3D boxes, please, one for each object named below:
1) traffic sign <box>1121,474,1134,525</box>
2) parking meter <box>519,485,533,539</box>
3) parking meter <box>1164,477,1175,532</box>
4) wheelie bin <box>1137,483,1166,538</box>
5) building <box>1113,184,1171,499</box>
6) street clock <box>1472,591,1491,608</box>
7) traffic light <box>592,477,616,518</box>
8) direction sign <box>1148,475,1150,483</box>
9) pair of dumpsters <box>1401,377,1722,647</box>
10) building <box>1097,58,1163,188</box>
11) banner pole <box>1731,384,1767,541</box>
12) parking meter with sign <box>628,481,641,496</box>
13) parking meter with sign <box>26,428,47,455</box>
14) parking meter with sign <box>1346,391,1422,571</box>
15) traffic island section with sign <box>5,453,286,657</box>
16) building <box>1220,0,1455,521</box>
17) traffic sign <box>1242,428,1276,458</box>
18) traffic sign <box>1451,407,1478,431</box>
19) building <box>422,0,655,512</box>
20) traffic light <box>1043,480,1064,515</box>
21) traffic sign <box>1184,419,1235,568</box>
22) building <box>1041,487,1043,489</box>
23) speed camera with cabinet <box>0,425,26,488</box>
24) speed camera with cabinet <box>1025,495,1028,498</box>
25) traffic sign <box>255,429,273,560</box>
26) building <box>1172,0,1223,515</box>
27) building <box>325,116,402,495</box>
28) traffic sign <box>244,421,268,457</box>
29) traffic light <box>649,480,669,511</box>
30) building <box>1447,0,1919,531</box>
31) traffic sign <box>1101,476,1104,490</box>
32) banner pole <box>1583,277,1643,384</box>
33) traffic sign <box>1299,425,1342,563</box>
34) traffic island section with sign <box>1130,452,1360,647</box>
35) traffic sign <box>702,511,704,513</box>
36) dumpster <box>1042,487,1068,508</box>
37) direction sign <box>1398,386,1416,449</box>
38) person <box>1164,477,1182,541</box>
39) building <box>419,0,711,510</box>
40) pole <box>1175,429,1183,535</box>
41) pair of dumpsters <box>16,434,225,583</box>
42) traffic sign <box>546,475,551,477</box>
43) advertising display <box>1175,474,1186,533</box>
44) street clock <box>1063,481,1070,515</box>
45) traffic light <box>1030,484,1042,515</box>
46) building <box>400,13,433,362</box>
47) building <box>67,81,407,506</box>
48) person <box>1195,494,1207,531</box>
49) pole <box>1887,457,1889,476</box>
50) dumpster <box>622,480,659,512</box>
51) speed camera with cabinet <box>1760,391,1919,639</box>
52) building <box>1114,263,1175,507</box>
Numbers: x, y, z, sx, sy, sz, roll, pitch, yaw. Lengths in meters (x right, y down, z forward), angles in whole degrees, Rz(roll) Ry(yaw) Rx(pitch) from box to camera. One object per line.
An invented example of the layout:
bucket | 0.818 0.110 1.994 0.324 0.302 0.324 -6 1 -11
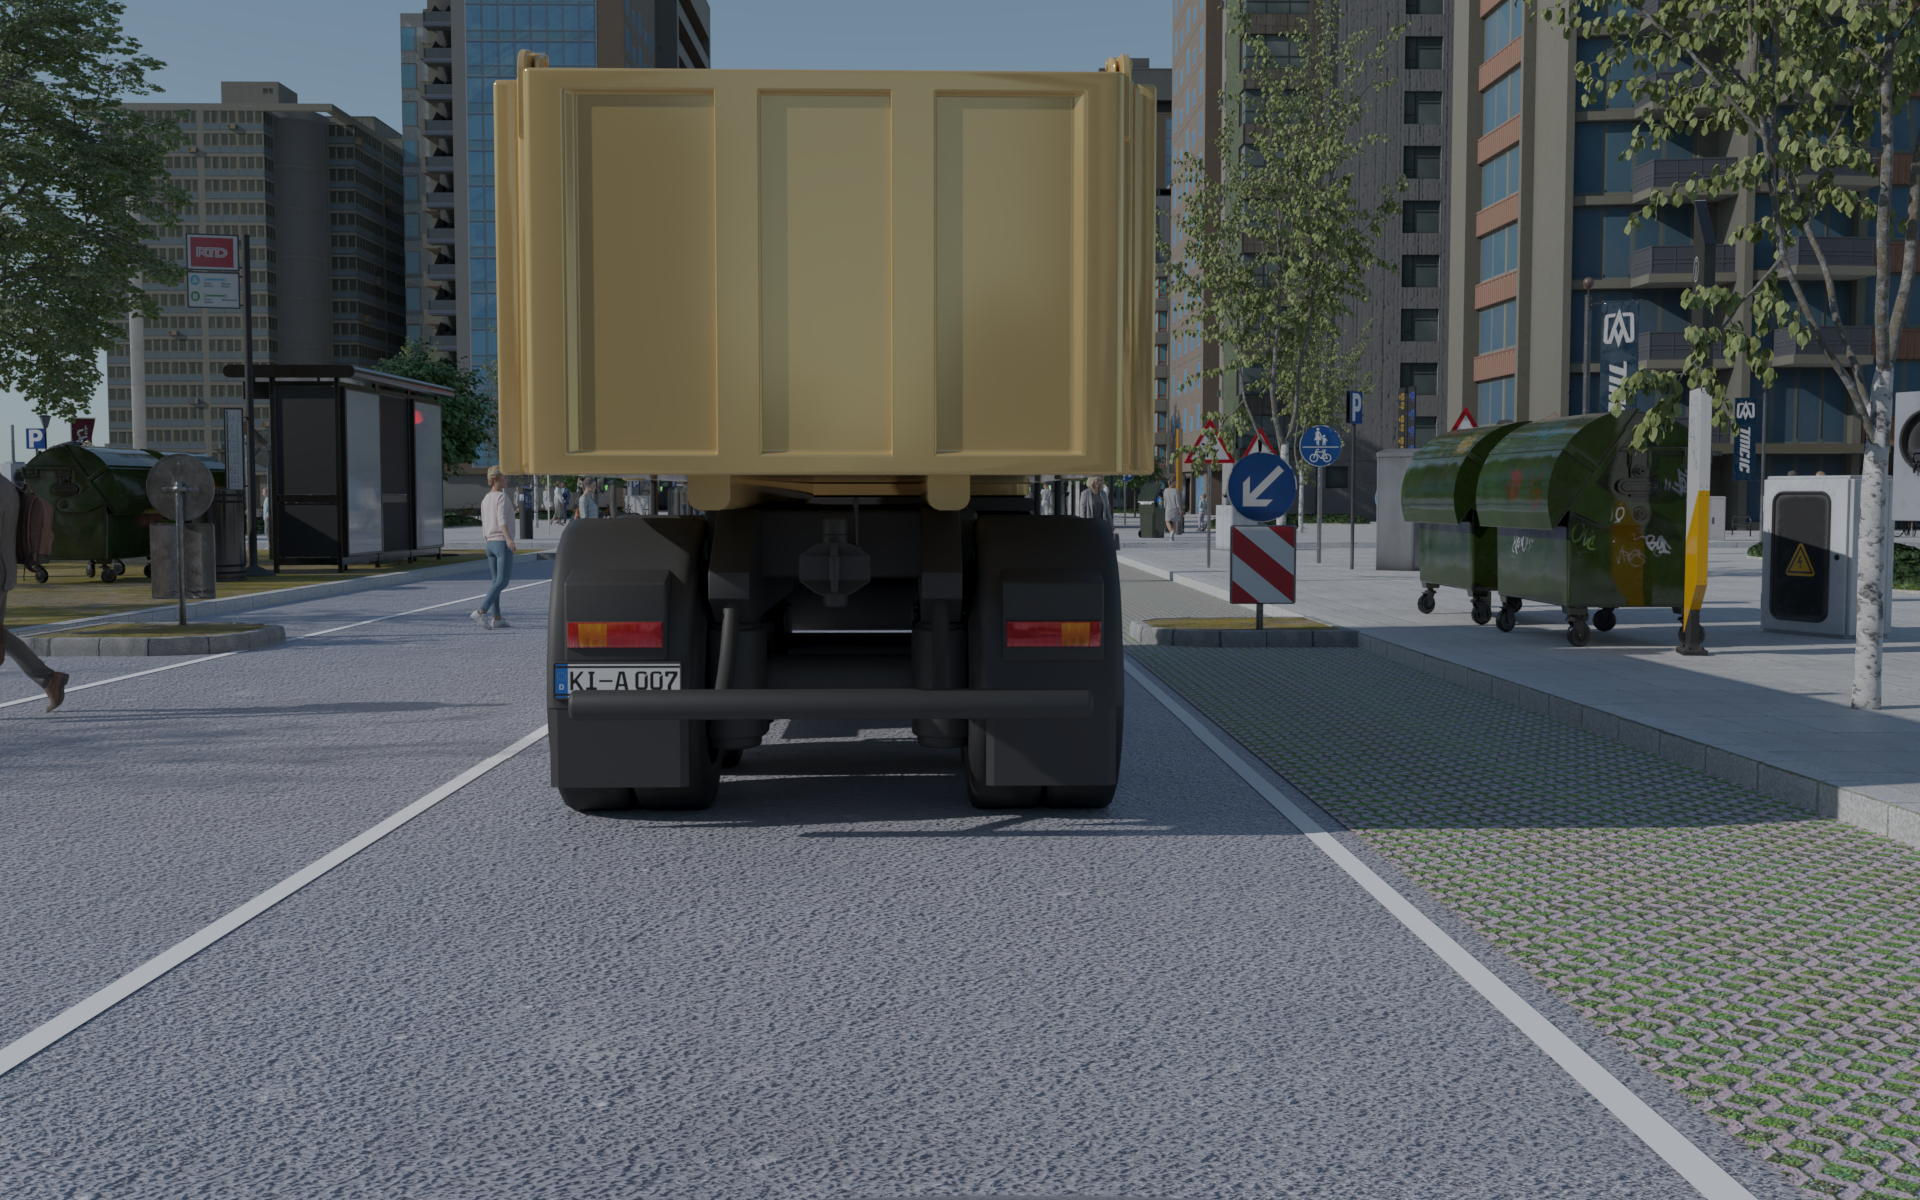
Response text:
traffic sign | 6.820 -4.367 71.502 0.768 2.556 0.104 0 4 0
parking meter | -12.342 -2.499 49.274 0.372 1.533 0.369 0 3 0
parking meter | 7.132 -3.239 58.666 0.399 1.863 0.255 -2 4 -34
wheelie bin | 5.617 -2.614 50.652 0.980 1.594 0.693 3 5 45
building | 20.726 -24.109 165.883 14.160 30.474 14.107 0 4 -1
street clock | 5.921 -0.919 19.591 0.471 2.002 0.358 1 4 10
traffic light | -8.190 -3.058 38.921 0.839 4.253 0.868 0 4 -1
direction sign | 6.787 -4.302 62.331 0.379 3.537 0.876 0 4 -3
pair of dumpsters | 5.566 -0.856 16.484 1.574 2.255 4.437 0 4 -1
building | 20.495 -32.382 179.558 14.600 45.320 14.200 0 4 -1
banner pole | 18.054 -3.025 39.480 0.863 3.779 0.401 1 4 21
parking meter with sign | -12.831 -4.410 68.360 0.543 3.016 1.738 -1 4 -23
parking meter with sign | -24.333 -3.087 46.735 0.543 3.016 1.738 0 4 8
parking meter with sign | 7.371 -2.002 28.993 1.738 3.016 0.543 2 4 34
traffic island section with sign | -7.508 -0.465 16.230 1.989 1.847 2.006 0 4 -1
building | 20.093 -19.344 87.975 14.160 30.474 14.107 0 4 -1
traffic sign | 5.873 -2.078 33.972 0.884 2.594 0.081 0 4 3
traffic sign | 7.565 -1.590 25.996 0.884 2.594 0.081 1 4 8
building | -30.584 -29.282 128.868 14.600 45.320 14.200 0 4 -1
traffic light | 2.270 -3.070 39.119 0.839 4.253 0.868 0 4 -1
traffic sign | 4.327 -1.839 30.075 0.884 2.594 0.081 0 4 2
building | 18.235 -39.222 230.510 27.495 52.752 28.713 0 4 -1
speed camera with cabinet | -27.199 -3.328 48.742 0.660 3.252 2.038 2 4 32
speed camera with cabinet | 3.519 -6.369 98.471 0.660 3.252 2.038 0 4 -3
traffic sign | -13.509 -2.066 33.891 0.768 2.556 0.104 0 4 3
building | 21.262 -28.107 109.658 14.600 45.320 14.200 0 4 -1
building | -74.884 -36.804 225.454 21.600 48.544 21.300 0 4 -1
traffic sign | -12.780 -1.916 31.062 0.795 2.593 0.064 0 4 6
traffic light | -8.330 -3.546 46.905 0.839 4.253 0.868 0 4 -1
building | 33.616 -25.327 68.718 28.867 44.769 22.147 0 4 -1
traffic sign | 4.010 -2.982 48.759 0.884 2.594 0.081 0 4 6
banner pole | 7.408 -1.829 19.929 0.401 3.779 0.863 -3 5 -41
traffic sign | 6.671 -1.958 32.118 0.768 2.556 0.104 0 4 7
traffic island section with sign | 2.713 -0.513 17.015 1.989 1.847 2.006 0 4 -1
traffic sign | -11.727 -4.834 79.038 0.884 2.594 0.081 0 4 8
dumpster | 4.913 -4.919 86.180 1.264 1.857 1.865 0 4 -1
direction sign | 9.463 -2.737 36.741 0.379 3.537 0.876 -1 4 -8
person | 5.755 -2.447 46.804 0.466 1.731 0.760 0 4 -5
building | -32.973 -31.985 146.651 21.300 48.544 21.600 0 4 -1
pole | 6.875 -3.699 54.326 0.158 3.312 0.155 0 3 0
pair of dumpsters | -12.816 -1.489 26.841 1.574 2.255 4.437 0 4 -1
traffic sign | -12.921 -3.341 54.356 0.795 2.593 0.064 0 4 5
advertising display | 7.180 -3.133 56.435 0.123 1.923 0.974 1 4 22
street clock | 3.644 -3.399 60.136 0.358 2.002 0.471 0 4 8
traffic light | 2.130 -3.559 47.103 0.839 4.253 0.868 0 4 -1
building | -39.899 -33.922 174.235 30.456 49.044 23.786 0 4 -1
building | -67.157 -29.192 169.174 23.993 40.220 32.217 0 4 -1
person | 8.309 -3.015 59.614 0.394 1.301 0.425 2 4 27
pole | 25.105 -3.255 47.065 0.158 3.312 0.155 0 3 0
dumpster | -12.990 -3.952 70.367 1.264 1.857 1.865 0 4 -1
speed camera with cabinet | 8.088 -1.278 15.237 0.660 3.252 2.038 -1 4 -22
building | 28.202 -18.321 144.583 27.650 21.520 28.899 0 4 -1
